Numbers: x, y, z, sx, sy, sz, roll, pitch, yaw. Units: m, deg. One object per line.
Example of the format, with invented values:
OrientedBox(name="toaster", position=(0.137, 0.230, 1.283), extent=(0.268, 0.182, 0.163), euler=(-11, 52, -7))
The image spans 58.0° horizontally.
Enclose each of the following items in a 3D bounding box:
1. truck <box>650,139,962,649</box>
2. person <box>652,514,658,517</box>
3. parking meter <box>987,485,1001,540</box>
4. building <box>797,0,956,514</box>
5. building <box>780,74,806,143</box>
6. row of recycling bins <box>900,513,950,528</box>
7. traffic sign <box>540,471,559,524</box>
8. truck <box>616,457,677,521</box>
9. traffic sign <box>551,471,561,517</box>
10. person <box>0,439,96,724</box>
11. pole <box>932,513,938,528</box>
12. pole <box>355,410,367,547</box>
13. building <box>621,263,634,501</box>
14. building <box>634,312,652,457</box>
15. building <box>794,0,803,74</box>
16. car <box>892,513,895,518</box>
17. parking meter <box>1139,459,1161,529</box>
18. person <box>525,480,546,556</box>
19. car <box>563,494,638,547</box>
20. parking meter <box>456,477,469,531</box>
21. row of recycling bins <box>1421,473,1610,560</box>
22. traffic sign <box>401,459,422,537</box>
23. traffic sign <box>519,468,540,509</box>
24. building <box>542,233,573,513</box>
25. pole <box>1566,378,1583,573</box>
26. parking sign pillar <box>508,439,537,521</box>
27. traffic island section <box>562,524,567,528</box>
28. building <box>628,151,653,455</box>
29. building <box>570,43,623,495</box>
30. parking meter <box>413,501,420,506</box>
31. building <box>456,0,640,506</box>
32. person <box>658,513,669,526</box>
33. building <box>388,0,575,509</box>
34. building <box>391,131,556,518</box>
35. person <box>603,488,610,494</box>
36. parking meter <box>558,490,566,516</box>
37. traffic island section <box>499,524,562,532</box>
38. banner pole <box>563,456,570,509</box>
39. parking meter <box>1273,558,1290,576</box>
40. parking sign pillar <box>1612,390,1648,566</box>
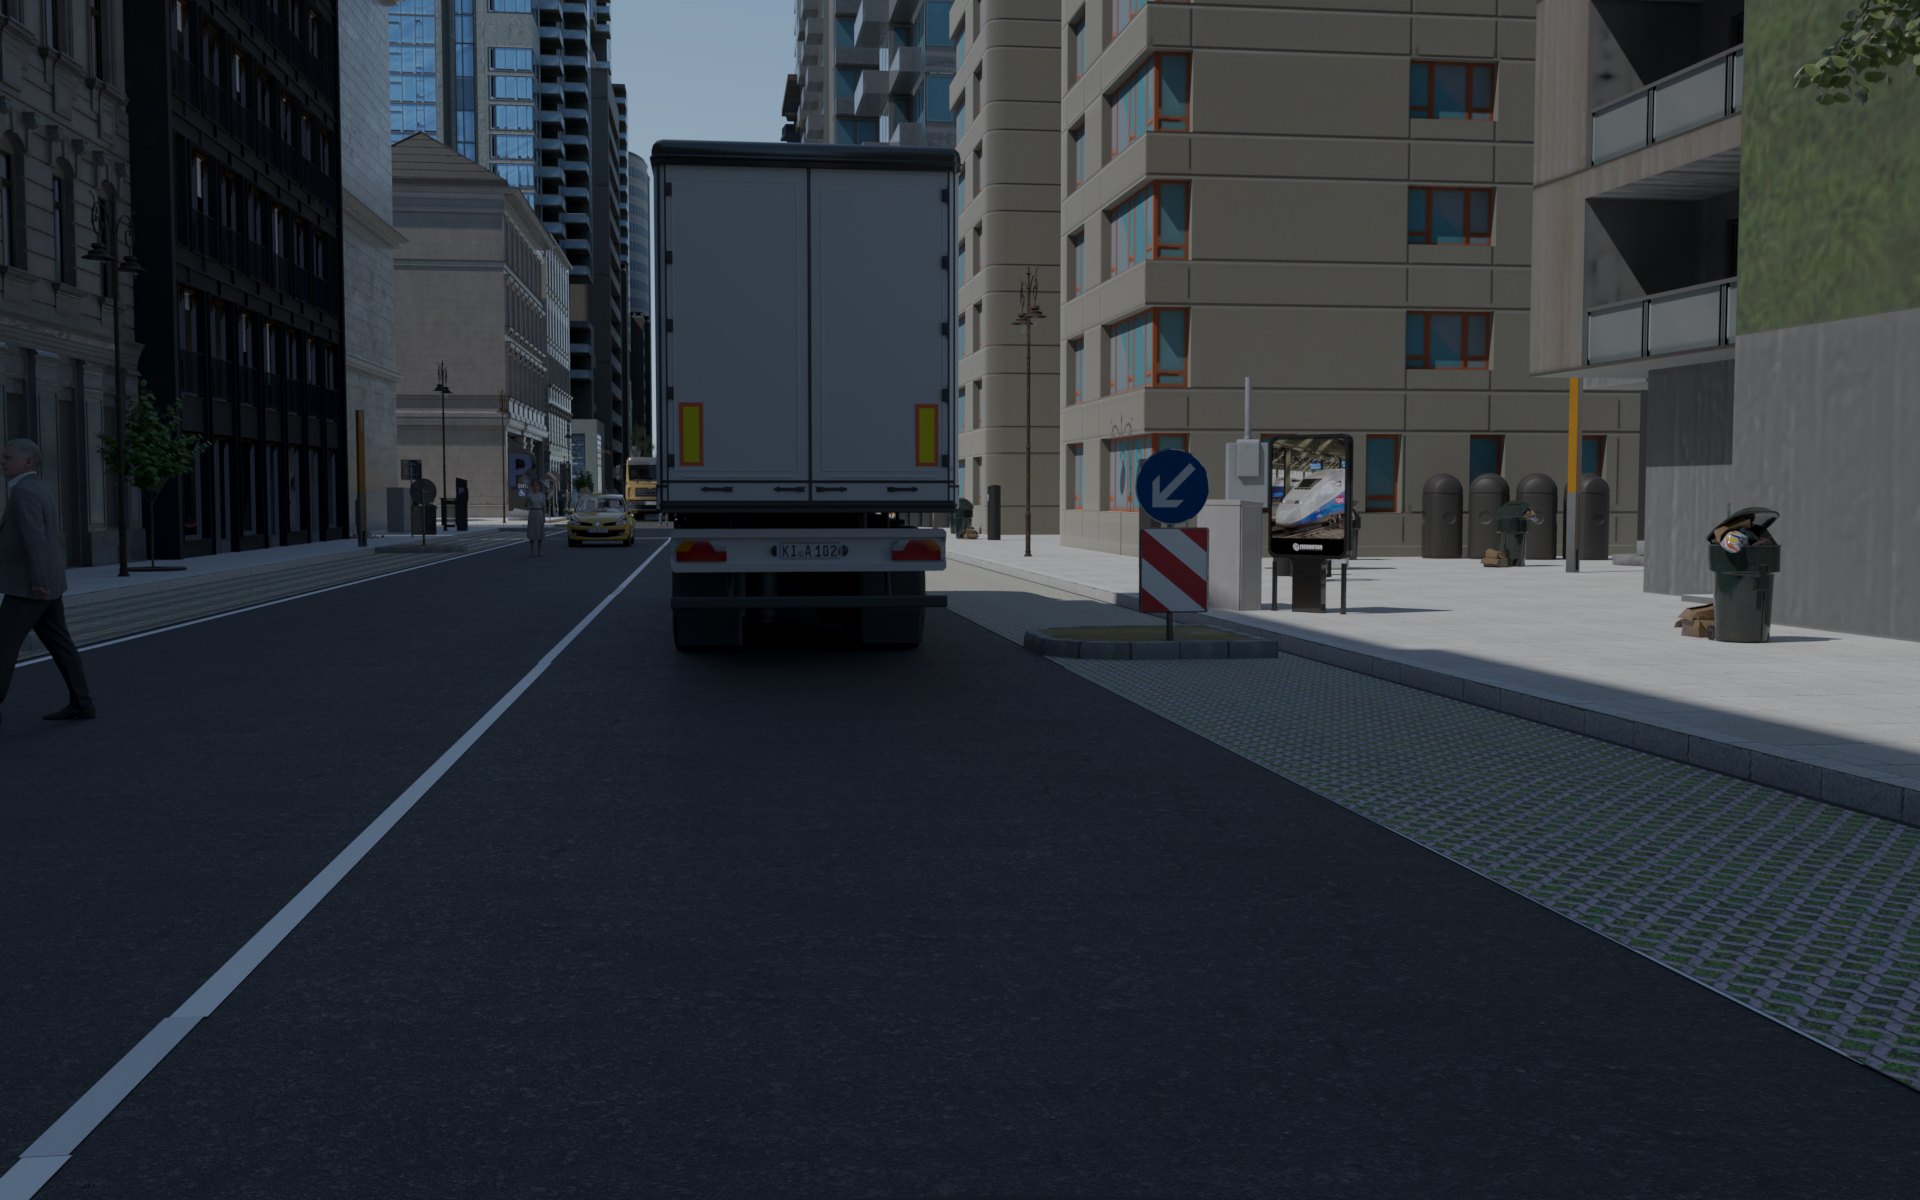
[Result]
OrientedBox(name="truck", position=(-1.971, -1.866, 19.422), extent=(2.839, 4.237, 11.283), euler=(0, 4, -8))
OrientedBox(name="person", position=(-19.093, -5.765, 107.780), extent=(0.505, 1.210, 0.382), euler=(-2, 4, -30))
OrientedBox(name="parking meter", position=(0.949, -2.429, 48.122), extent=(0.372, 1.533, 0.369), euler=(0, 3, 0))
OrientedBox(name="building", position=(-1.256, -31.620, 136.602), extent=(23.786, 49.044, 30.456), euler=(0, 4, -8))
OrientedBox(name="building", position=(-7.347, -32.201, 181.111), extent=(22.147, 44.769, 28.867), euler=(0, 4, -8))
OrientedBox(name="row of recycling bins", position=(-1.313, -3.666, 67.053), extent=(1.069, 1.692, 3.534), euler=(-3, 4, -37))
OrientedBox(name="traffic sign", position=(-17.754, -4.361, 74.946), extent=(0.795, 2.450, 0.064), euler=(0, 4, -8))
OrientedBox(name="truck", position=(-16.530, -5.951, 93.219), extent=(3.469, 3.379, 9.791), euler=(0, 4, -8))
OrientedBox(name="traffic sign", position=(-22.317, -5.810, 95.106), extent=(0.768, 2.556, 0.104), euler=(0, 4, -1))
OrientedBox(name="person", position=(-5.888, -0.117, 10.815), extent=(0.834, 1.777, 0.661), euler=(-2, 4, -29))
OrientedBox(name="pole", position=(-0.858, -4.036, 59.839), extent=(0.158, 3.312, 0.155), euler=(0, 3, 0))
OrientedBox(name="pole", position=(-14.554, -2.951, 42.088), extent=(0.158, 3.312, 0.155), euler=(0, 3, 0))
OrientedBox(name="building", position=(-47.011, -26.635, 207.185), extent=(14.160, 30.474, 14.107), euler=(0, 4, -8))
OrientedBox(name="building", position=(-55.266, -30.424, 269.138), extent=(14.160, 30.474, 14.107), euler=(0, 4, -8))
OrientedBox(name="building", position=(-11.092, -54.894, 210.181), extent=(22.319, 86.520, 31.000), euler=(0, 4, -8))
OrientedBox(name="car", position=(-0.941, -3.940, 74.636), extent=(3.980, 1.641, 2.015), euler=(-1, 4, -8))
OrientedBox(name="parking meter", position=(3.156, -1.408, 28.733), extent=(0.255, 1.863, 0.399), euler=(2, 4, 32))
OrientedBox(name="person", position=(-9.874, -1.911, 40.313), extent=(0.480, 1.755, 0.524), euler=(-1, 4, -23))
OrientedBox(name="car", position=(-10.025, -2.340, 48.486), extent=(2.015, 1.641, 3.980), euler=(-1, 4, -8))
OrientedBox(name="parking meter", position=(-17.289, -3.331, 60.179), extent=(0.399, 1.863, 0.255), euler=(0, 4, -6))
OrientedBox(name="row of recycling bins", position=(10.928, -1.654, 34.154), extent=(3.534, 1.692, 1.069), euler=(1, 4, 17))
OrientedBox(name="traffic sign", position=(-16.227, -3.005, 51.260), extent=(0.606, 2.300, 0.079), euler=(0, 4, -7))
OrientedBox(name="traffic sign", position=(-16.638, -3.877, 67.039), extent=(0.795, 2.450, 0.064), euler=(0, 4, -8))
OrientedBox(name="building", position=(-33.197, -16.769, 123.316), extent=(9.793, 20.994, 18.267), euler=(0, 4, -8))
OrientedBox(name="pole", position=(10.016, -2.102, 28.217), extent=(0.158, 3.312, 0.155), euler=(0, 3, 0))
OrientedBox(name="parking sign pillar", position=(-21.154, -5.827, 83.741), extent=(1.447, 3.967, 1.447), euler=(0, 4, -3))
OrientedBox(name="traffic island section", position=(-17.776, -3.225, 75.004), extent=(2.009, 0.180, 2.903), euler=(0, 4, -8))
OrientedBox(name="building", position=(-62.733, -45.724, 289.577), extent=(21.231, 58.520, 28.212), euler=(0, 4, -8))
OrientedBox(name="building", position=(-48.261, -34.530, 188.259), extent=(21.300, 48.544, 21.600), euler=(0, 4, -8))
OrientedBox(name="parking meter", position=(-19.204, -3.224, 61.125), extent=(0.372, 1.533, 0.369), euler=(0, 3, 0))
OrientedBox(name="building", position=(-56.659, -56.992, 244.498), extent=(22.319, 86.520, 31.000), euler=(0, 4, -8))
OrientedBox(name="person", position=(-13.178, -4.182, 77.053), extent=(0.661, 1.801, 0.590), euler=(-2, 4, -27))
OrientedBox(name="building", position=(-44.529, -51.875, 160.827), extent=(22.319, 86.520, 31.000), euler=(0, 4, -8))
OrientedBox(name="building", position=(-29.029, -14.861, 93.890), extent=(10.553, 20.767, 40.483), euler=(0, 4, -8))
OrientedBox(name="person", position=(-23.159, -6.406, 113.148), extent=(0.836, 1.842, 0.656), euler=(3, 4, 38))
OrientedBox(name="parking meter", position=(-26.583, -6.579, 115.978), extent=(0.372, 1.533, 0.369), euler=(0, 3, 0))
OrientedBox(name="traffic island section", position=(-16.661, -2.741, 67.097), extent=(2.009, 0.180, 2.903), euler=(0, 4, -8))
OrientedBox(name="banner pole", position=(-26.041, -7.625, 114.680), extent=(0.401, 3.779, 0.863), euler=(1, 4, 22))
OrientedBox(name="parking meter", position=(5.090, -1.143, 27.101), extent=(0.372, 1.533, 0.369), euler=(0, 3, 0))
OrientedBox(name="parking sign pillar", position=(12.550, -2.612, 31.172), extent=(1.447, 3.967, 1.447), euler=(2, 4, 30))
